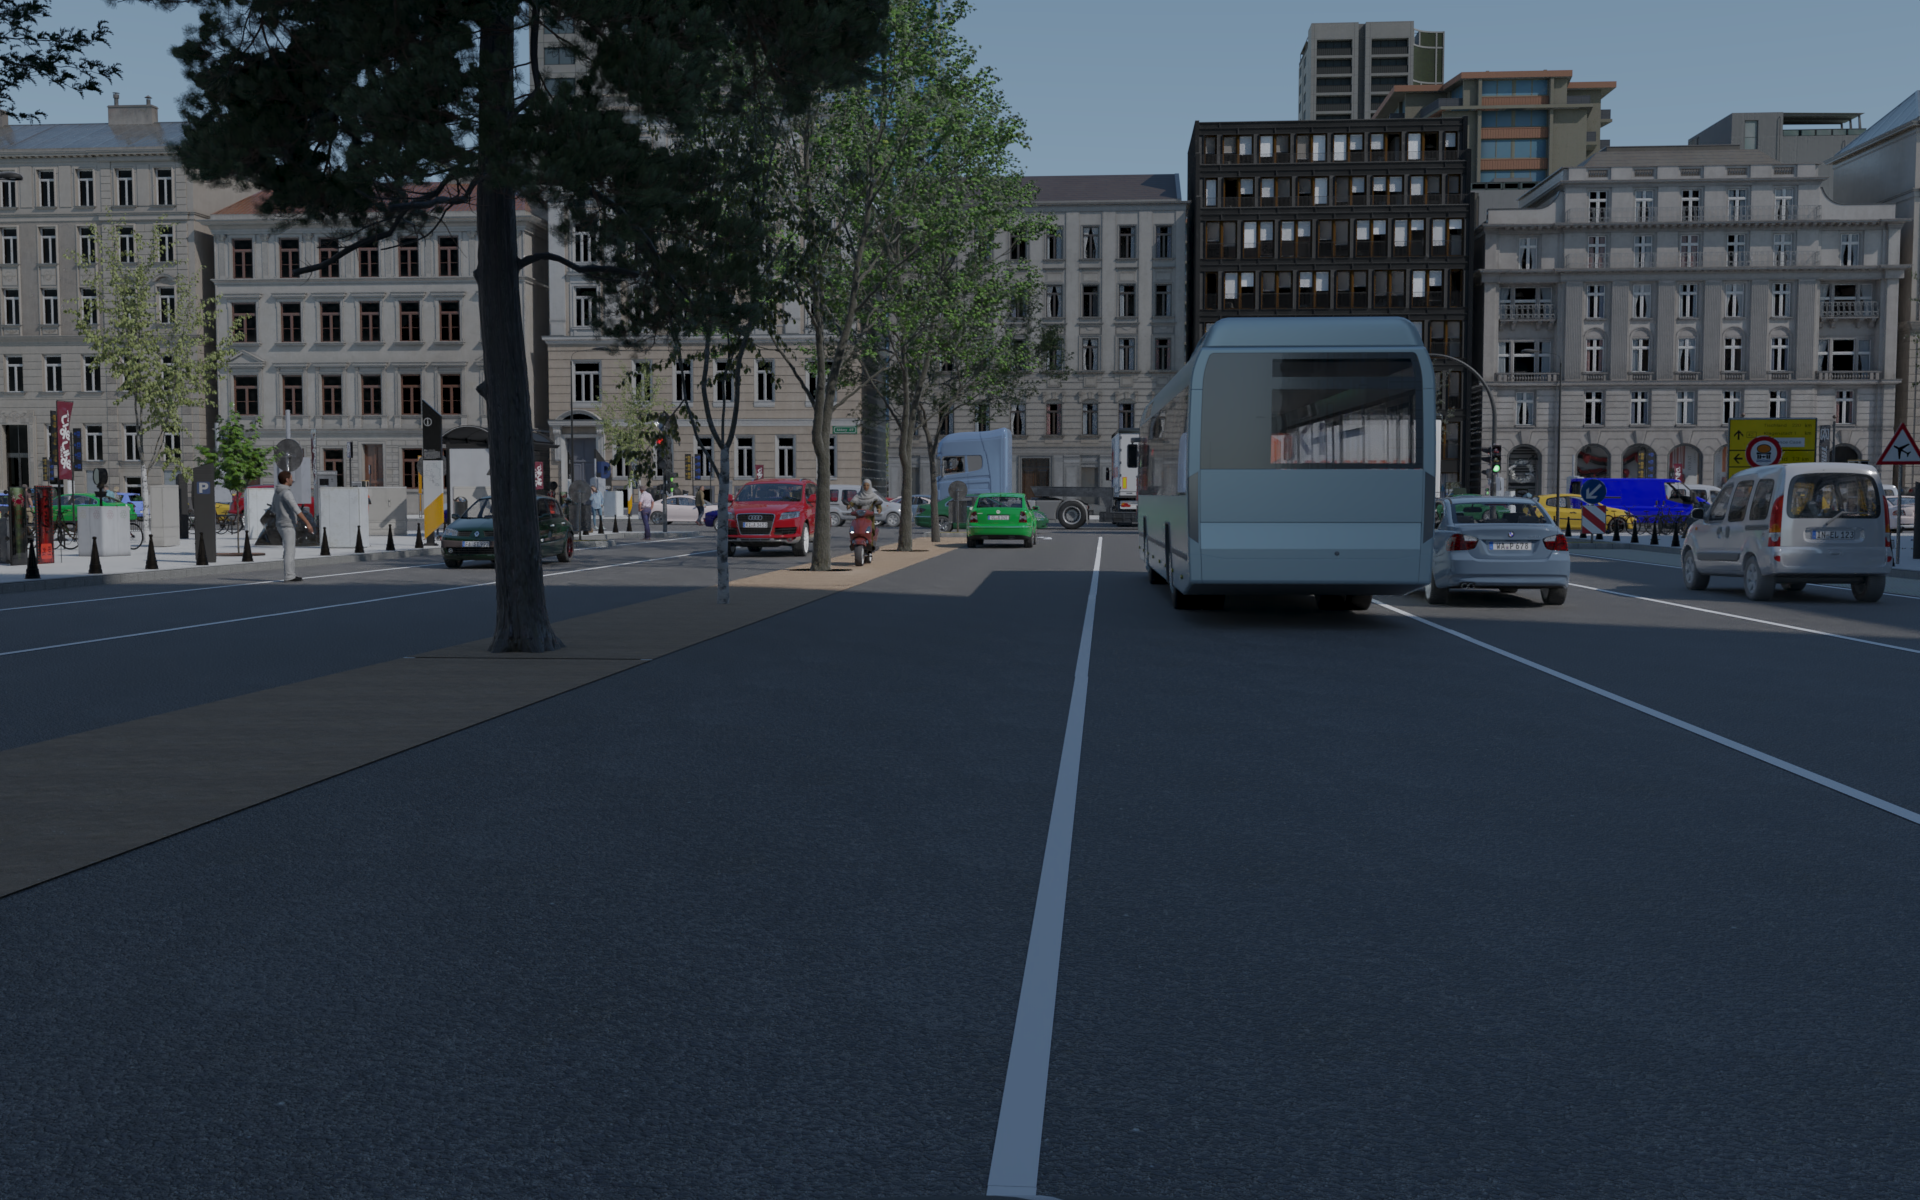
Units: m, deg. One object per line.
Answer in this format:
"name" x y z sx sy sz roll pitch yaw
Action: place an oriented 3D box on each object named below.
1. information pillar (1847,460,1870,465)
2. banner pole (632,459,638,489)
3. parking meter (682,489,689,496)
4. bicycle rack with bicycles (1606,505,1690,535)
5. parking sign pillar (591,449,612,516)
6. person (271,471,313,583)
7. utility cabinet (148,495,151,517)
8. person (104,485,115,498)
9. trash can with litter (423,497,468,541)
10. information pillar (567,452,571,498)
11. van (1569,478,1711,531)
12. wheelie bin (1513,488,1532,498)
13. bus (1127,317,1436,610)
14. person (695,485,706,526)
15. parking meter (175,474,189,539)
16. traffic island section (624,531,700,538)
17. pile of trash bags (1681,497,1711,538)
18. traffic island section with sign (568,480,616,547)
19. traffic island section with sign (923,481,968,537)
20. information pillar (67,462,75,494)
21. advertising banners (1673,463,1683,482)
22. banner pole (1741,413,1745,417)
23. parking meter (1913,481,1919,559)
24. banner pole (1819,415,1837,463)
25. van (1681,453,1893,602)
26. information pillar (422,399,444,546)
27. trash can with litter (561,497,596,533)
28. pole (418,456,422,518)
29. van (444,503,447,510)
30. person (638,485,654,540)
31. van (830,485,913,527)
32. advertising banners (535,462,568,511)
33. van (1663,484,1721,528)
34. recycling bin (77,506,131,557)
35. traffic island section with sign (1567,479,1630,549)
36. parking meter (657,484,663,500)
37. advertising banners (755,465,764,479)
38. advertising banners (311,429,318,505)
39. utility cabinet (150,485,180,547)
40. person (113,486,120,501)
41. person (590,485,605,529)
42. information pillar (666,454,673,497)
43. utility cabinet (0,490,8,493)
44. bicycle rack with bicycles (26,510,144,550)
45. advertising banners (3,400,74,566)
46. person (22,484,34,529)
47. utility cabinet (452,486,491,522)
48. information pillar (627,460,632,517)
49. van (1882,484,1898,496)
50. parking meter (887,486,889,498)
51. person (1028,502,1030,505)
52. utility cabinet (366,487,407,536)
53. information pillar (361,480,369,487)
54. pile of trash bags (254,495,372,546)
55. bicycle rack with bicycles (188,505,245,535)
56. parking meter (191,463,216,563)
"information pillar" 19.258 -1.999 37.181 0.304 2.012 0.304 -2 4 -26
"banner pole" -19.657 -6.957 103.770 0.863 3.779 0.401 1 4 21
"parking meter" -15.057 -5.303 95.110 0.372 1.533 0.369 0 3 0
"bicycle rack with bicycles" 22.081 -2.519 54.572 2.852 0.926 2.925 -1 4 -21
"parking sign pillar" -21.363 -7.045 103.663 1.447 3.967 1.447 1 4 20
"person" -10.852 -1.193 28.156 0.875 1.805 0.789 3 5 45
"utility cabinet" -44.901 -5.171 95.707 0.306 1.237 1.020 -1 4 -14
"person" -38.629 -4.292 78.537 0.638 1.841 0.748 -2 4 -35
"trash can with litter" -13.918 -2.247 47.802 2.233 1.210 1.678 3 4 38
"information pillar" -21.625 -6.400 95.993 0.183 3.616 0.504 1 4 9
"van" 26.242 -3.812 66.716 5.245 2.365 2.240 0 4 4
"wheelie bin" 29.225 -5.024 90.042 0.980 1.594 0.693 1 4 16
"bus" 4.053 -1.821 24.638 2.948 3.499 13.247 0 4 3
"person" -11.734 -4.275 78.306 0.656 1.842 0.836 1 4 18
"parking meter" -22.341 -2.693 49.743 0.255 1.863 0.399 -2 4 -35
"traffic island section" -9.953 -2.206 58.352 2.009 0.180 2.903 0 4 5
"pile of trash bags" 22.549 -2.521 50.963 1.912 1.369 3.447 3 4 38
"traffic island section with sign" -10.538 -2.376 47.479 1.989 1.847 2.006 0 4 5
"traffic island section with sign" -0.132 -3.035 57.758 2.006 1.907 1.989 0 4 5
"information pillar" -54.289 -6.996 105.740 0.183 3.616 0.504 1 4 14
"advertising banners" 41.770 -6.286 98.961 2.074 3.025 0.090 0 4 2
"banner pole" 24.361 -3.879 53.440 0.863 3.779 0.401 1 4 21
"parking meter" 19.055 -1.578 34.208 0.372 1.533 0.369 0 3 0
"banner pole" 27.567 -3.977 55.042 0.401 3.779 0.863 -1 4 -15
"van" 11.585 -1.071 24.524 2.013 2.044 4.112 0 4 6
"information pillar" -13.034 -3.147 42.801 0.504 3.616 0.183 0 4 6
"trash can with litter" -12.605 -2.805 57.241 1.055 1.170 0.624 -2 4 -26
"pole" -28.723 -6.012 92.138 0.158 3.312 0.155 0 3 0
"van" -22.945 -4.645 82.957 4.112 2.044 2.013 0 4 6
"person" -9.835 -2.720 53.909 0.436 1.711 0.756 2 4 34
"van" -4.133 -4.243 76.380 4.112 2.044 2.013 0 4 6
"advertising banners" -22.096 -5.966 93.740 2.074 3.025 0.090 -3 5 -44
"van" 30.567 -3.899 70.757 4.112 2.044 2.013 0 4 5
"recycling bin" -17.689 -1.421 35.793 0.722 1.027 0.722 1 4 19
"traffic island section with sign" 16.364 -2.264 45.639 1.989 1.847 2.006 0 4 5
"parking meter" -17.078 -5.691 98.761 0.255 1.863 0.399 3 4 36
"advertising banners" -11.106 -6.509 102.614 2.074 3.025 0.090 0 4 1
"advertising banners" -16.926 -3.046 45.982 0.090 3.025 2.074 -2 4 -34
"utility cabinet" -19.397 -2.052 42.233 0.318 1.500 1.173 0 4 -7
"person" -41.043 -4.620 84.223 0.728 1.800 0.709 -1 4 -20
"person" -14.828 -3.792 70.757 0.793 1.790 0.793 3 4 37
"information pillar" -16.486 -6.537 98.229 0.504 3.616 0.183 2 4 34
"utility cabinet" -51.750 -5.206 93.794 1.173 1.500 0.318 0 4 -7
"bicycle rack with bicycles" -20.505 -1.587 39.331 2.925 0.926 2.852 2 4 25
"advertising banners" -16.837 -2.175 31.757 0.090 3.025 2.074 0 4 6
"person" -36.087 -3.567 66.949 0.598 1.807 0.434 1 4 17
"utility cabinet" -14.042 -2.532 50.078 1.173 1.500 0.318 -1 4 -23
"information pillar" -18.716 -6.533 98.169 0.183 3.616 0.504 1 4 8
"van" 38.475 -4.173 75.243 4.112 2.044 2.013 0 4 3
"parking meter" -5.395 -7.671 131.127 0.255 1.863 0.399 1 4 11
"person" 2.691 -3.210 66.481 0.738 1.151 1.012 1 4 15
"utility cabinet" -17.495 -2.701 52.833 1.173 1.500 0.318 -1 4 -15
"information pillar" -32.147 -5.453 93.641 0.304 2.012 0.304 1 4 9
"pile of trash bags" -15.911 -2.041 43.119 3.447 1.369 1.912 2 4 31
"bicycle rack with bicycles" -23.991 -2.588 55.702 2.925 0.926 2.852 0 4 3
"parking meter" -14.136 -1.630 32.364 0.399 1.863 0.255 -1 4 -22
